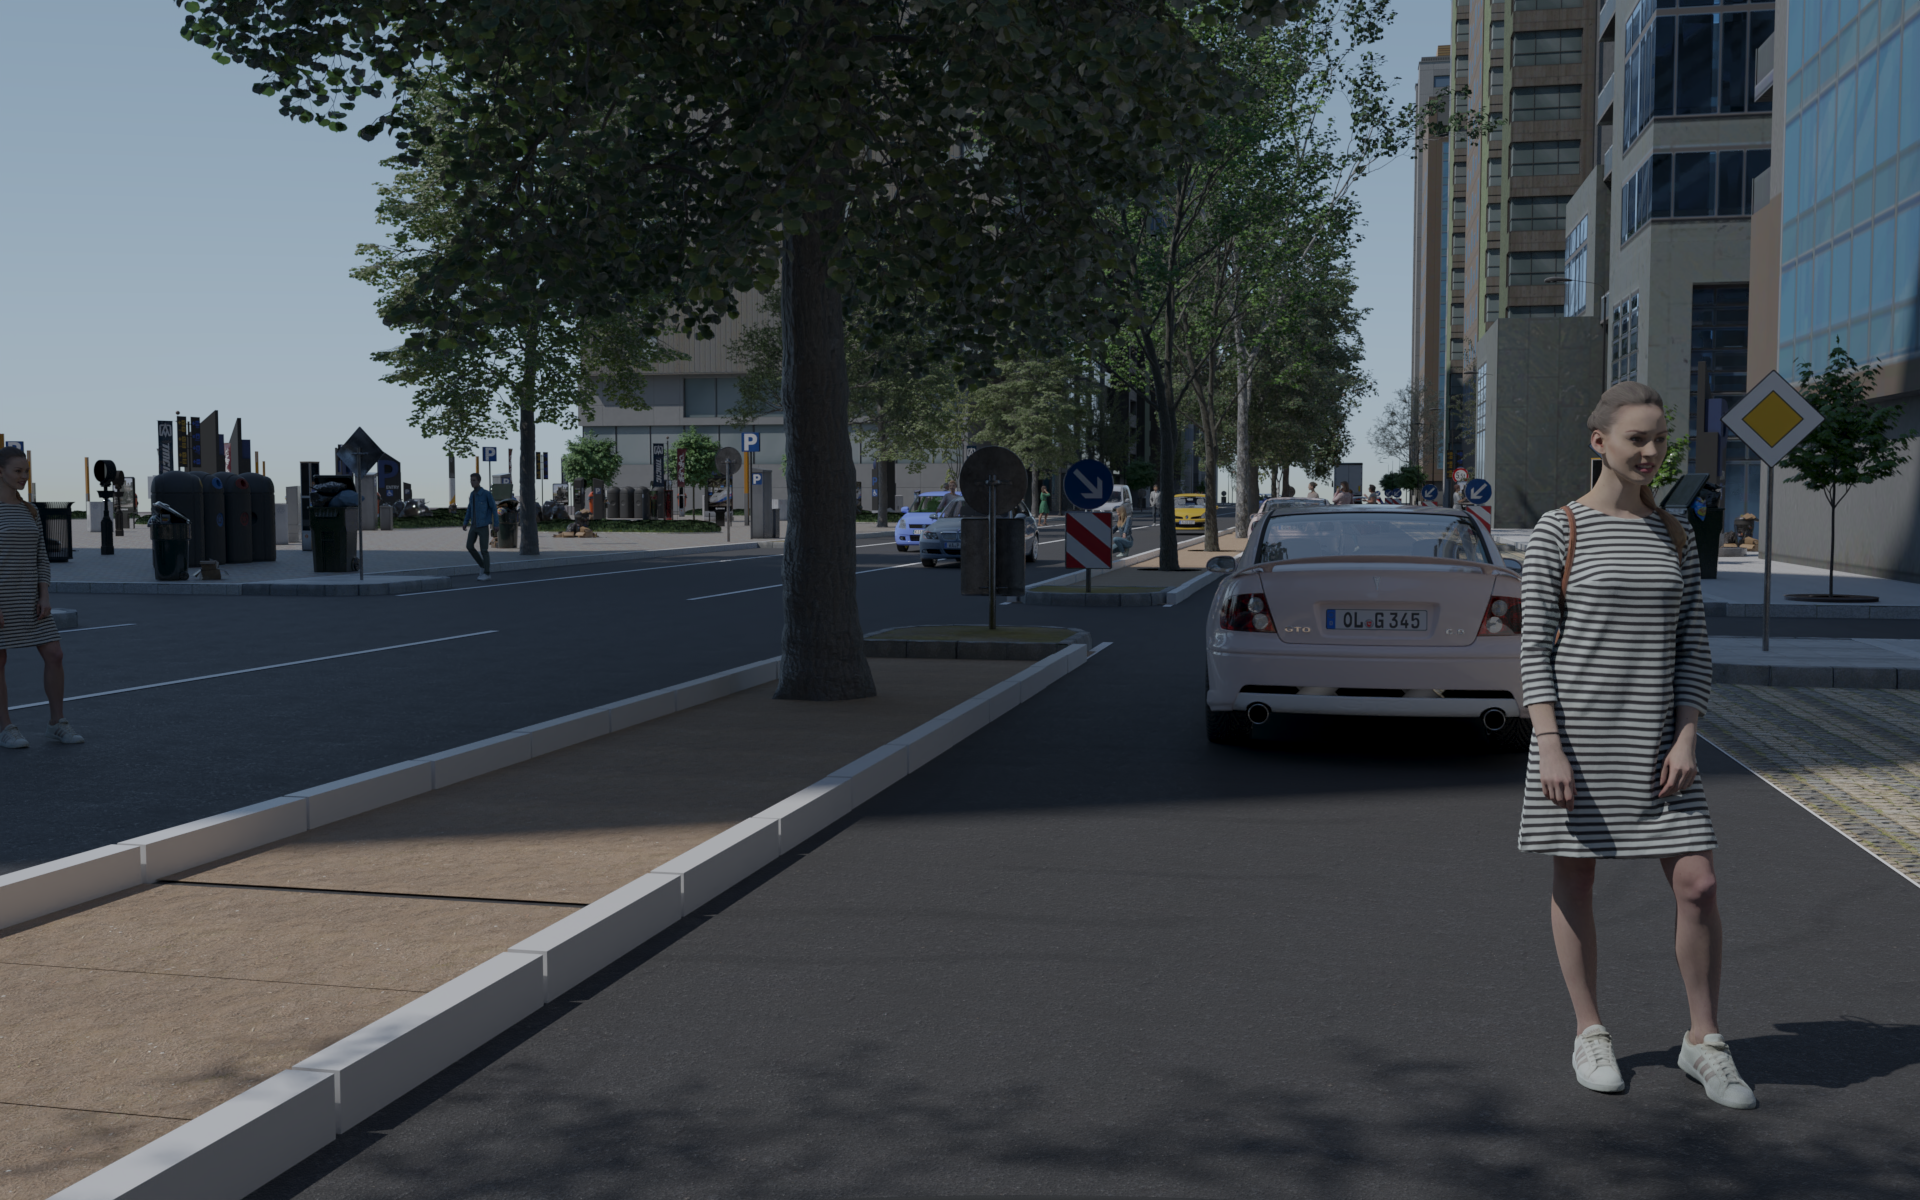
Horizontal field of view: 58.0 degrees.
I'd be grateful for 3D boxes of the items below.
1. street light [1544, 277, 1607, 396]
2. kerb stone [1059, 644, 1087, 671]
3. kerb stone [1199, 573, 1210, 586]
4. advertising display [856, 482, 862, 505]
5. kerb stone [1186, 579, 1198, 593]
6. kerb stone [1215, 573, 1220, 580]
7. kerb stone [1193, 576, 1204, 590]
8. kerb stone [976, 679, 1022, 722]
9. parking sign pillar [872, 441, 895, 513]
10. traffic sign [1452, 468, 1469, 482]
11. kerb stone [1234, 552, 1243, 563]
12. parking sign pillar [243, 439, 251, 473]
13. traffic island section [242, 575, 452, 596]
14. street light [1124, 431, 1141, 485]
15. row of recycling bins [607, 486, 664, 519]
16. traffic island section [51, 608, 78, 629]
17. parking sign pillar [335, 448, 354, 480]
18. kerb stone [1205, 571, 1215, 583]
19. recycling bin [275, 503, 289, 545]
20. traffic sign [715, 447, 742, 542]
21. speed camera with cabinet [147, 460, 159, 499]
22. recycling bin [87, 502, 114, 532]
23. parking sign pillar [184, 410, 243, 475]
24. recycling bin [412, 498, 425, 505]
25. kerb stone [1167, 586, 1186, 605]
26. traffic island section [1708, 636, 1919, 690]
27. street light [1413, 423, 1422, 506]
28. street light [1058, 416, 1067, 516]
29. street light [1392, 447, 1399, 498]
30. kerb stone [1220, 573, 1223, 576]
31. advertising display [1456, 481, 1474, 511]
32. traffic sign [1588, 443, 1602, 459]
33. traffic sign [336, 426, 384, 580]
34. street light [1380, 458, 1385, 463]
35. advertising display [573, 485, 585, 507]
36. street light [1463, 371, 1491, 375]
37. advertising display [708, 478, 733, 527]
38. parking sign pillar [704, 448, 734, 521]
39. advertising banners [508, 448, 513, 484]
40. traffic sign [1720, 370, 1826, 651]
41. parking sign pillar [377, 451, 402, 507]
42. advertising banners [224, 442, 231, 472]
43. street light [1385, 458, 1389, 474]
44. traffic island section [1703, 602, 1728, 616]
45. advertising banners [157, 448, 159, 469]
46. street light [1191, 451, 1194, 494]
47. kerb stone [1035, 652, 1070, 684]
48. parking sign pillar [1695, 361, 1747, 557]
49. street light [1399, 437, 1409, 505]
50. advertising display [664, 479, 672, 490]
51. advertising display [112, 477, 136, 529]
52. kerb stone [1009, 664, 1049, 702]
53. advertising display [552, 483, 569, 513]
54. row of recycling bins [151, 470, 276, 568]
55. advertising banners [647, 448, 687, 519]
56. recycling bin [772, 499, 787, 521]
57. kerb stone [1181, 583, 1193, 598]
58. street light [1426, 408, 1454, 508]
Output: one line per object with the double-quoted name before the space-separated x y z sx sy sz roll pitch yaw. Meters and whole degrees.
"street light" 13.194 -3.949 37.106 1.470 5.913 1.316 1 4 13
"kerb stone" 0.918 0.482 14.371 0.120 0.150 1.000 1 4 13
"kerb stone" 3.743 -0.290 26.937 0.120 0.150 1.000 1 4 13
"advertising display" -5.281 -5.100 88.600 0.123 1.923 0.974 1 4 20
"kerb stone" 3.289 -0.167 24.930 0.120 0.150 1.000 1 4 13
"kerb stone" 4.200 -0.408 28.934 0.120 0.150 1.000 1 4 13
"kerb stone" 3.516 -0.229 25.932 0.120 0.150 1.000 1 4 13
"kerb stone" 0.239 0.663 11.360 0.120 0.150 1.000 1 4 13
"parking sign pillar" -3.845 -6.029 87.048 1.447 3.967 1.447 3 5 40
"traffic sign" 24.186 -5.114 83.722 0.768 2.556 0.104 1 4 18
"kerb stone" 5.995 -0.901 36.925 0.120 0.150 1.000 1 4 13
"parking sign pillar" -25.684 -4.483 61.765 1.447 3.967 1.447 -3 4 -36
"traffic island section" -8.949 -0.218 25.842 2.009 0.180 2.903 1 4 13
"street light" 12.756 -9.546 128.611 1.470 5.913 1.316 1 4 13
"row of recycling bins" -17.005 -5.131 91.002 3.534 1.692 1.069 1 4 21
"traffic island section" -10.703 0.259 18.051 2.009 0.180 2.903 1 4 13
"parking sign pillar" -35.839 -6.876 100.897 1.447 3.967 1.447 1 4 12
"kerb stone" 3.975 -0.347 27.937 0.120 0.150 1.000 1 4 13
"recycling bin" -17.447 -1.913 43.838 0.722 1.027 0.722 -2 4 -31
"traffic sign" -6.231 -2.841 46.555 0.768 2.556 0.104 1 4 13
"speed camera with cabinet" -38.947 -5.557 85.197 0.660 3.252 2.038 1 4 21
"recycling bin" -29.023 -2.808 58.459 0.722 1.027 0.722 -2 4 -34
"parking sign pillar" -24.369 -4.124 55.902 1.447 3.967 1.447 1 4 18
"recycling bin" -31.918 -5.459 101.815 0.722 1.027 0.722 0 4 6
"kerb stone" 2.847 -0.045 22.926 0.120 0.150 1.000 1 4 13
"traffic island section" 6.606 0.496 14.164 2.009 0.180 2.903 1 4 13
"street light" 30.295 -8.586 112.924 1.470 5.913 1.316 1 4 13
"street light" 6.387 -7.834 100.627 1.470 5.913 1.316 1 4 13
"street light" 43.081 -12.028 169.203 1.470 5.913 1.316 1 4 13
"kerb stone" 4.417 -0.473 29.938 0.120 0.150 1.000 1 4 13
"advertising display" 24.066 -4.717 82.340 0.974 1.923 0.123 0 4 3
"traffic sign" 8.335 -1.116 21.883 0.795 2.450 0.064 1 4 13
"traffic sign" -8.924 -1.354 25.775 0.795 2.450 0.064 1 4 13
"street light" 54.785 -15.235 221.628 1.470 5.913 1.316 1 4 13
"advertising display" -20.558 -5.398 93.470 0.123 1.923 0.974 1 4 22
"street light" 19.691 -5.680 65.408 1.470 5.913 1.316 1 4 13
"advertising display" -9.474 -3.866 68.421 0.974 1.923 0.123 0 4 -1
"parking sign pillar" -11.593 -5.793 83.180 1.447 3.967 1.447 0 4 6
"advertising banners" -17.220 -4.240 65.505 0.090 3.025 2.074 0 4 4
"traffic sign" 6.581 -0.639 14.092 0.795 2.450 0.064 1 4 13
"parking sign pillar" -32.725 -6.779 99.315 1.447 3.967 1.447 -1 4 -20
"advertising banners" -25.481 -3.872 59.490 2.074 3.025 0.090 3 5 43
"street light" 48.419 -13.486 193.032 1.470 5.913 1.316 1 4 13
"traffic island section" 8.360 0.020 21.955 2.009 0.180 2.903 1 4 13
"advertising banners" -30.818 -4.349 67.296 0.090 3.025 2.074 0 4 -6
"street light" 24.946 -12.851 182.650 1.470 5.913 1.316 1 4 13
"kerb stone" 0.689 0.540 13.371 0.120 0.150 1.000 1 4 13
"parking sign pillar" 15.518 -2.893 35.778 1.447 3.967 1.447 2 4 31
"street light" 36.717 -10.297 140.897 1.470 5.913 1.316 1 4 13
"advertising display" -12.901 -4.363 76.546 0.123 1.923 0.974 0 4 5
"advertising display" -31.019 -3.613 64.279 0.974 1.923 0.123 1 4 19
"kerb stone" 0.472 0.601 12.365 0.120 0.150 1.000 1 4 13
"advertising display" -23.937 -6.033 103.852 0.974 1.923 0.123 0 4 5
"row of recycling bins" -13.649 -1.502 31.671 1.069 1.692 3.534 0 4 4
"advertising banners" -11.077 -4.244 65.583 0.090 3.025 2.074 3 4 37
"recycling bin" -8.685 -4.316 83.116 0.722 1.027 0.722 3 5 42
"kerb stone" 3.076 -0.103 23.930 0.120 0.150 1.000 1 4 13
"street light" 26.076 -7.412 93.719 1.470 5.913 1.316 1 4 13
